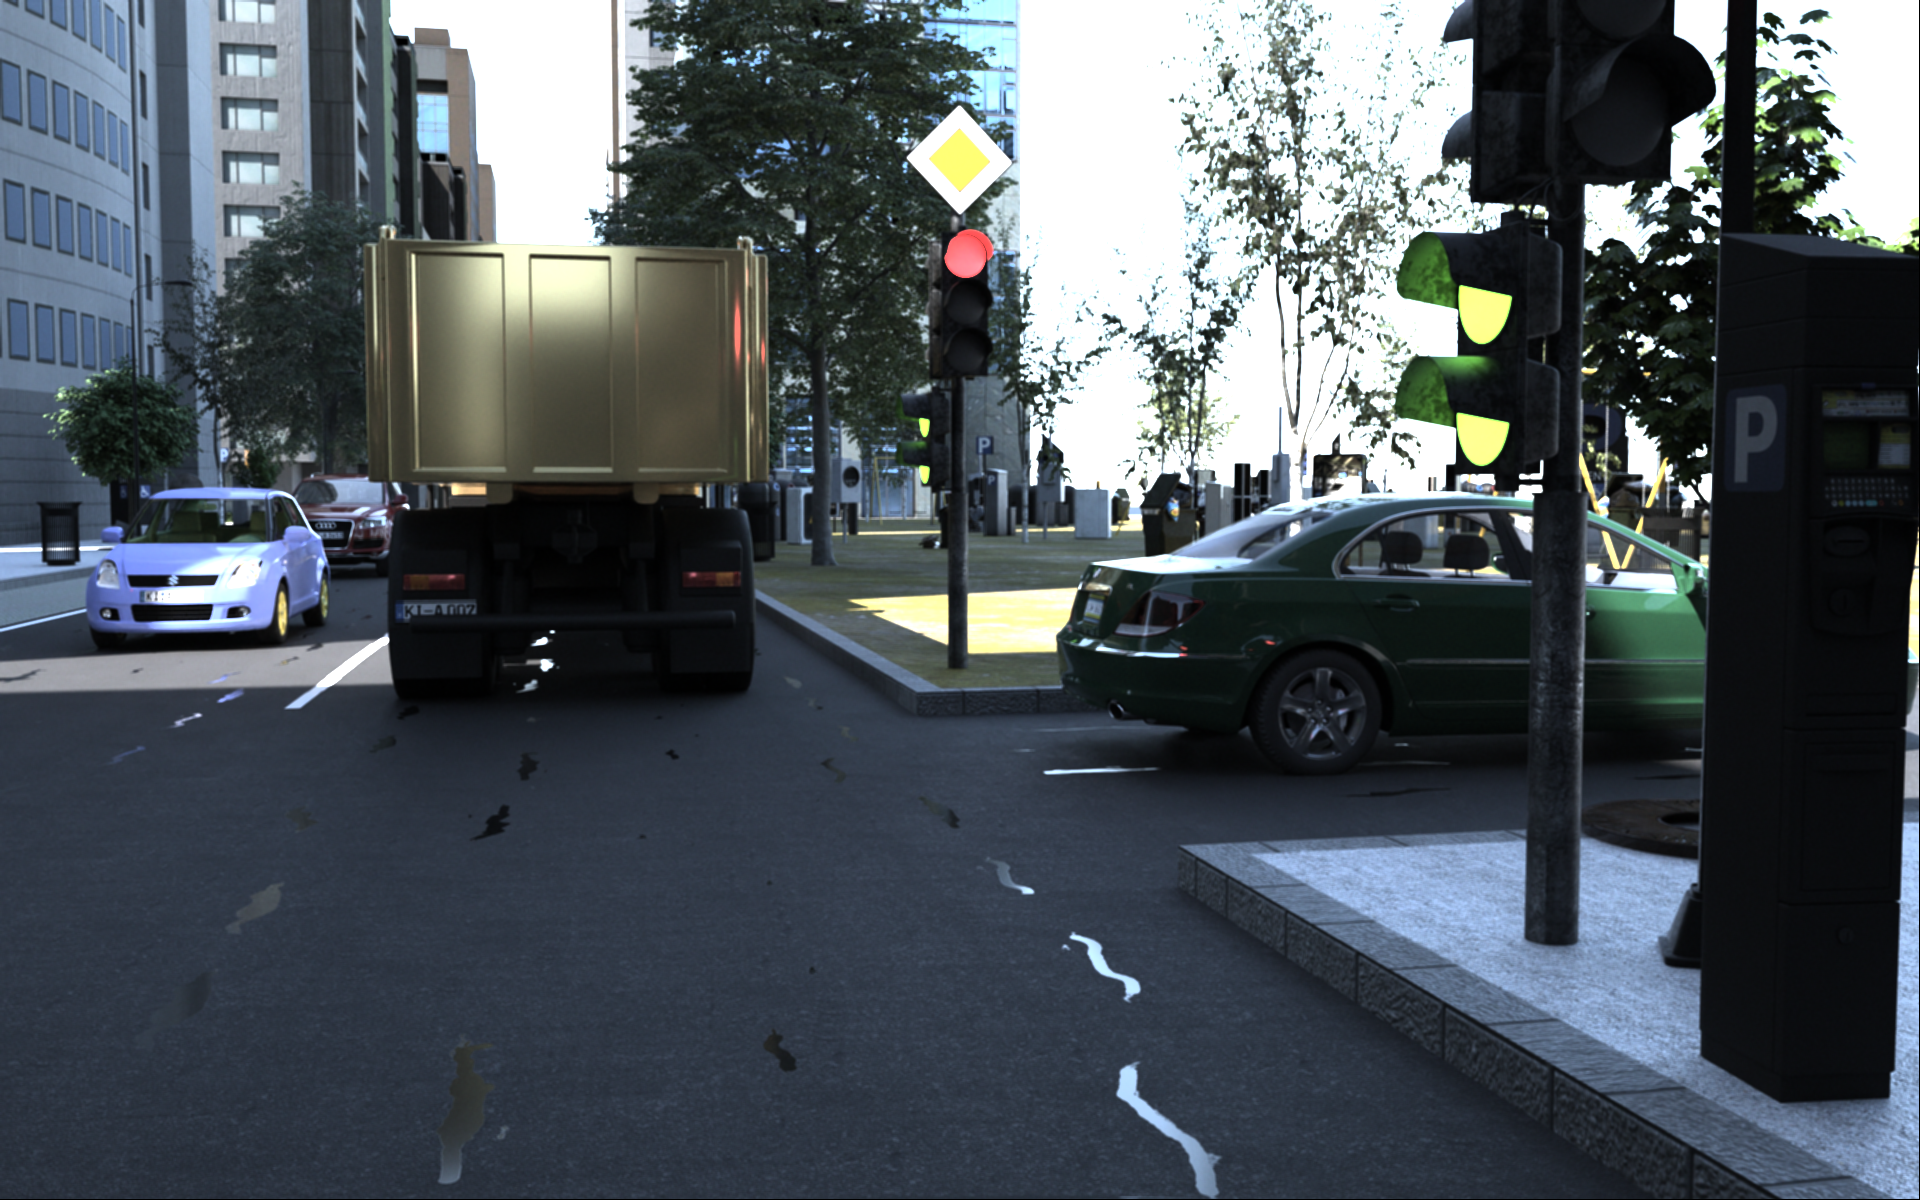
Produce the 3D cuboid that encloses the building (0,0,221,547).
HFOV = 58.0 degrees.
[{"bbox_3d":[-34.658,-30.871,46.747,21.231,58.520,28.212,-1,4,-12],"label":"building"}]

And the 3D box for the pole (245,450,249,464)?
[{"bbox_3d":[-32.912,-5.274,80.077,0.158,3.312,0.155,0,3,0],"label":"pole"}]

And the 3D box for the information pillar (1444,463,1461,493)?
[{"bbox_3d":[11.771,-2.257,41.390,0.304,2.012,0.304,3,4,38],"label":"information pillar"}]

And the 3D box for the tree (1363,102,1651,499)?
[{"bbox_3d":[10.139,-4.885,30.230,4.737,8.622,4.395,0,3,0],"label":"tree"}]

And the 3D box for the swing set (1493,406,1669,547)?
[{"bbox_3d":[8.384,-1.495,22.066,3.119,2.851,2.862,-2,4,-26],"label":"swing set"}]

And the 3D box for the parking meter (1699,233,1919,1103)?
[{"bbox_3d":[1.833,0.120,3.748,0.255,1.863,0.399,0,4,-7],"label":"parking meter"}]

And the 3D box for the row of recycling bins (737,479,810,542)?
[{"bbox_3d":[-5.118,-2.471,47.510,1.069,1.692,3.534,1,4,20],"label":"row of recycling bins"}]

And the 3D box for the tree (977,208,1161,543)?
[{"bbox_3d":[1.904,-5.790,45.035,4.737,8.622,4.395,0,3,0],"label":"tree"}]

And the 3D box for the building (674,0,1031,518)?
[{"bbox_3d":[-8.401,-48.423,104.381,22.319,86.520,31.000,-1,4,-12],"label":"building"}]

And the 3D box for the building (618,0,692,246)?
[{"bbox_3d":[-15.637,-36.202,133.904,21.231,58.520,28.212,-1,4,-12],"label":"building"}]

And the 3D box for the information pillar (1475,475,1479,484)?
[{"bbox_3d":[26.213,-5.897,87.769,0.183,3.616,0.504,2,4,31],"label":"information pillar"}]

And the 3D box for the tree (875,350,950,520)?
[{"bbox_3d":[-2.575,-8.331,86.572,4.360,8.622,3.978,0,3,0],"label":"tree"}]

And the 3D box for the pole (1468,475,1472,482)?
[{"bbox_3d":[26.731,-5.933,90.840,0.158,3.312,0.155,0,3,0],"label":"pole"}]

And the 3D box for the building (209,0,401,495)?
[{"bbox_3d":[-36.974,-24.768,88.559,14.154,41.232,14.086,-1,4,-12],"label":"building"}]

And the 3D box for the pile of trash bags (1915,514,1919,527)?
[{"bbox_3d":[36.421,-3.498,66.945,3.447,1.369,1.912,-3,4,-38],"label":"pile of trash bags"}]

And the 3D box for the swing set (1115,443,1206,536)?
[{"bbox_3d":[6.655,-3.433,53.757,2.862,2.851,3.119,2,4,28],"label":"swing set"}]

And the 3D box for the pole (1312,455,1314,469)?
[{"bbox_3d":[18.313,-5.856,89.593,0.158,3.312,0.155,0,3,0],"label":"pole"}]

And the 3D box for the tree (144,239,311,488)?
[{"bbox_3d":[-21.621,-6.158,51.049,4.360,8.622,3.978,0,3,0],"label":"tree"}]

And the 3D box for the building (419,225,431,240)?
[{"bbox_3d":[-51.033,-16.967,122.457,27.650,21.520,28.899,-1,4,-12],"label":"building"}]

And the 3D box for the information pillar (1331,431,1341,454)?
[{"bbox_3d":[14.061,-4.491,64.785,0.183,3.616,0.504,-2,4,-27],"label":"information pillar"}]

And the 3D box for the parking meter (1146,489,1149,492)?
[{"bbox_3d":[10.106,-5.128,92.257,0.372,1.533,0.369,0,3,0],"label":"parking meter"}]

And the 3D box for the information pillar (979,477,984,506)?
[{"bbox_3d":[1.059,-4.364,75.847,0.304,2.012,0.304,-3,4,-37],"label":"information pillar"}]

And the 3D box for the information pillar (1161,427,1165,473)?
[{"bbox_3d":[7.089,-4.238,60.639,0.183,3.616,0.504,0,4,1],"label":"information pillar"}]

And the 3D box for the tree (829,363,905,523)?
[{"bbox_3d":[-4.116,-7.782,77.605,4.737,8.622,4.395,0,3,0],"label":"tree"}]

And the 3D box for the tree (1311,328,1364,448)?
[{"bbox_3d":[14.129,-6.582,57.980,4.737,8.622,4.395,0,3,0],"label":"tree"}]

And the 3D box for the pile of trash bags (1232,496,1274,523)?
[{"bbox_3d":[7.629,-2.216,45.981,1.912,1.369,3.447,1,4,16],"label":"pile of trash bags"}]

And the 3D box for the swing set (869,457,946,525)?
[{"bbox_3d":[-2.361,-4.694,74.363,3.119,2.851,2.862,-1,4,-13],"label":"swing set"}]

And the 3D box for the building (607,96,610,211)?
[{"bbox_3d":[-26.241,-34.292,184.375,21.300,48.544,21.600,-1,4,-12],"label":"building"}]

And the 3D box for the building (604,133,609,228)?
[{"bbox_3d":[-31.516,-33.945,209.628,22.147,44.769,28.867,-1,4,-12],"label":"building"}]

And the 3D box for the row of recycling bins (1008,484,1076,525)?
[{"bbox_3d":[3.559,-4.070,73.655,3.534,1.692,1.069,-3,4,-37],"label":"row of recycling bins"}]

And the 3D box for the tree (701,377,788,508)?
[{"bbox_3d":[-5.445,-3.438,39.931,4.285,4.588,4.351,0,3,0],"label":"tree"}]

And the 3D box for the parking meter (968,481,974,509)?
[{"bbox_3d":[0.482,-4.270,75.522,0.255,1.863,0.399,0,4,-3],"label":"parking meter"}]

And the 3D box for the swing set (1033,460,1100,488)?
[{"bbox_3d":[5.072,-5.091,80.852,3.119,2.851,2.862,2,4,29],"label":"swing set"}]

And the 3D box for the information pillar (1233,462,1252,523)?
[{"bbox_3d":[6.520,-2.173,40.024,0.304,2.012,0.304,-3,5,-40],"label":"information pillar"}]

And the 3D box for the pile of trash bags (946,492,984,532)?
[{"bbox_3d":[0.344,-3.050,59.621,1.912,1.369,3.447,-2,4,-25],"label":"pile of trash bags"}]

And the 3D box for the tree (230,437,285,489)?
[{"bbox_3d":[-23.345,-3.842,57.414,1.663,3.219,1.824,0,3,0],"label":"tree"}]

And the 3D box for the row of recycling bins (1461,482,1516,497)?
[{"bbox_3d":[17.882,-3.216,59.691,3.534,1.692,1.069,-3,4,-39],"label":"row of recycling bins"}]

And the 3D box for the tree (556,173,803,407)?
[{"bbox_3d":[-10.772,-9.699,65.234,9.857,13.997,8.962,0,3,0],"label":"tree"}]

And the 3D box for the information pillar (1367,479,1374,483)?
[{"bbox_3d":[19.767,-4.836,83.565,0.304,2.012,0.304,-2,4,-28],"label":"information pillar"}]

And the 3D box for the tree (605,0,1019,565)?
[{"bbox_3d":[-2.640,-6.876,30.543,7.486,12.596,7.792,0,3,0],"label":"tree"}]

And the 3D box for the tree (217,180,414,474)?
[{"bbox_3d":[-26.412,-10.130,72.278,9.857,13.997,8.962,0,3,0],"label":"tree"}]

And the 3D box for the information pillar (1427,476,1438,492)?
[{"bbox_3d":[18.699,-3.921,68.593,0.304,2.012,0.304,-2,4,-28],"label":"information pillar"}]

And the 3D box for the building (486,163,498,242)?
[{"bbox_3d":[-67.872,-35.292,227.134,14.600,45.320,14.200,-1,4,-12],"label":"building"}]

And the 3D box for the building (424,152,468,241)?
[{"bbox_3d":[-48.820,-22.842,145.172,14.160,30.474,14.107,-1,4,-12],"label":"building"}]

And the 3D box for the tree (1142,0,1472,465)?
[{"bbox_3d":[3.982,-4.220,19.365,4.360,8.622,3.978,0,3,0],"label":"tree"}]

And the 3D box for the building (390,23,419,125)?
[{"bbox_3d":[-39.847,-20.242,102.663,14.160,30.474,14.107,-1,4,-12],"label":"building"}]

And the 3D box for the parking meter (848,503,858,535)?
[{"bbox_3d":[-3.392,-3.010,54.920,0.255,1.863,0.399,0,4,7],"label":"parking meter"}]

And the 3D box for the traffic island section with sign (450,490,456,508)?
[{"bbox_3d":[-30.919,-5.983,106.445,1.989,1.847,2.006,-1,4,-12],"label":"traffic island section with sign"}]

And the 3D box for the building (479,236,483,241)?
[{"bbox_3d":[-58.164,-25.261,184.721,14.160,30.474,14.107,-1,4,-12],"label":"building"}]

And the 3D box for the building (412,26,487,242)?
[{"bbox_3d":[-54.673,-31.801,170.061,14.600,45.320,14.200,-1,4,-12],"label":"building"}]

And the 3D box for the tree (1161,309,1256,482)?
[{"bbox_3d":[8.729,-7.203,68.124,4.737,8.622,4.395,0,3,0],"label":"tree"}]

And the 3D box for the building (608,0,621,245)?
[{"bbox_3d":[-24.034,-30.851,154.524,14.600,45.320,14.200,-1,4,-12],"label":"building"}]

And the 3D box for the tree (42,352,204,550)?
[{"bbox_3d":[-19.358,-3.451,40.143,4.285,4.588,4.351,0,3,0],"label":"tree"}]

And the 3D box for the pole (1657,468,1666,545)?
[{"bbox_3d":[16.129,-2.811,39.804,0.158,3.312,0.155,0,3,0],"label":"pole"}]

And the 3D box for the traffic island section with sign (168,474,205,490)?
[{"bbox_3d":[-14.699,-1.480,32.825,1.989,1.847,2.006,-1,4,-12],"label":"traffic island section with sign"}]

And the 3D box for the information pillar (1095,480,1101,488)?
[{"bbox_3d":[7.250,-5.282,90.851,0.304,2.012,0.304,0,4,5],"label":"information pillar"}]

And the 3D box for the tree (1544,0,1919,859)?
[{"bbox_3d":[2.926,-0.714,6.280,1.663,3.219,1.824,0,3,0],"label":"tree"}]
